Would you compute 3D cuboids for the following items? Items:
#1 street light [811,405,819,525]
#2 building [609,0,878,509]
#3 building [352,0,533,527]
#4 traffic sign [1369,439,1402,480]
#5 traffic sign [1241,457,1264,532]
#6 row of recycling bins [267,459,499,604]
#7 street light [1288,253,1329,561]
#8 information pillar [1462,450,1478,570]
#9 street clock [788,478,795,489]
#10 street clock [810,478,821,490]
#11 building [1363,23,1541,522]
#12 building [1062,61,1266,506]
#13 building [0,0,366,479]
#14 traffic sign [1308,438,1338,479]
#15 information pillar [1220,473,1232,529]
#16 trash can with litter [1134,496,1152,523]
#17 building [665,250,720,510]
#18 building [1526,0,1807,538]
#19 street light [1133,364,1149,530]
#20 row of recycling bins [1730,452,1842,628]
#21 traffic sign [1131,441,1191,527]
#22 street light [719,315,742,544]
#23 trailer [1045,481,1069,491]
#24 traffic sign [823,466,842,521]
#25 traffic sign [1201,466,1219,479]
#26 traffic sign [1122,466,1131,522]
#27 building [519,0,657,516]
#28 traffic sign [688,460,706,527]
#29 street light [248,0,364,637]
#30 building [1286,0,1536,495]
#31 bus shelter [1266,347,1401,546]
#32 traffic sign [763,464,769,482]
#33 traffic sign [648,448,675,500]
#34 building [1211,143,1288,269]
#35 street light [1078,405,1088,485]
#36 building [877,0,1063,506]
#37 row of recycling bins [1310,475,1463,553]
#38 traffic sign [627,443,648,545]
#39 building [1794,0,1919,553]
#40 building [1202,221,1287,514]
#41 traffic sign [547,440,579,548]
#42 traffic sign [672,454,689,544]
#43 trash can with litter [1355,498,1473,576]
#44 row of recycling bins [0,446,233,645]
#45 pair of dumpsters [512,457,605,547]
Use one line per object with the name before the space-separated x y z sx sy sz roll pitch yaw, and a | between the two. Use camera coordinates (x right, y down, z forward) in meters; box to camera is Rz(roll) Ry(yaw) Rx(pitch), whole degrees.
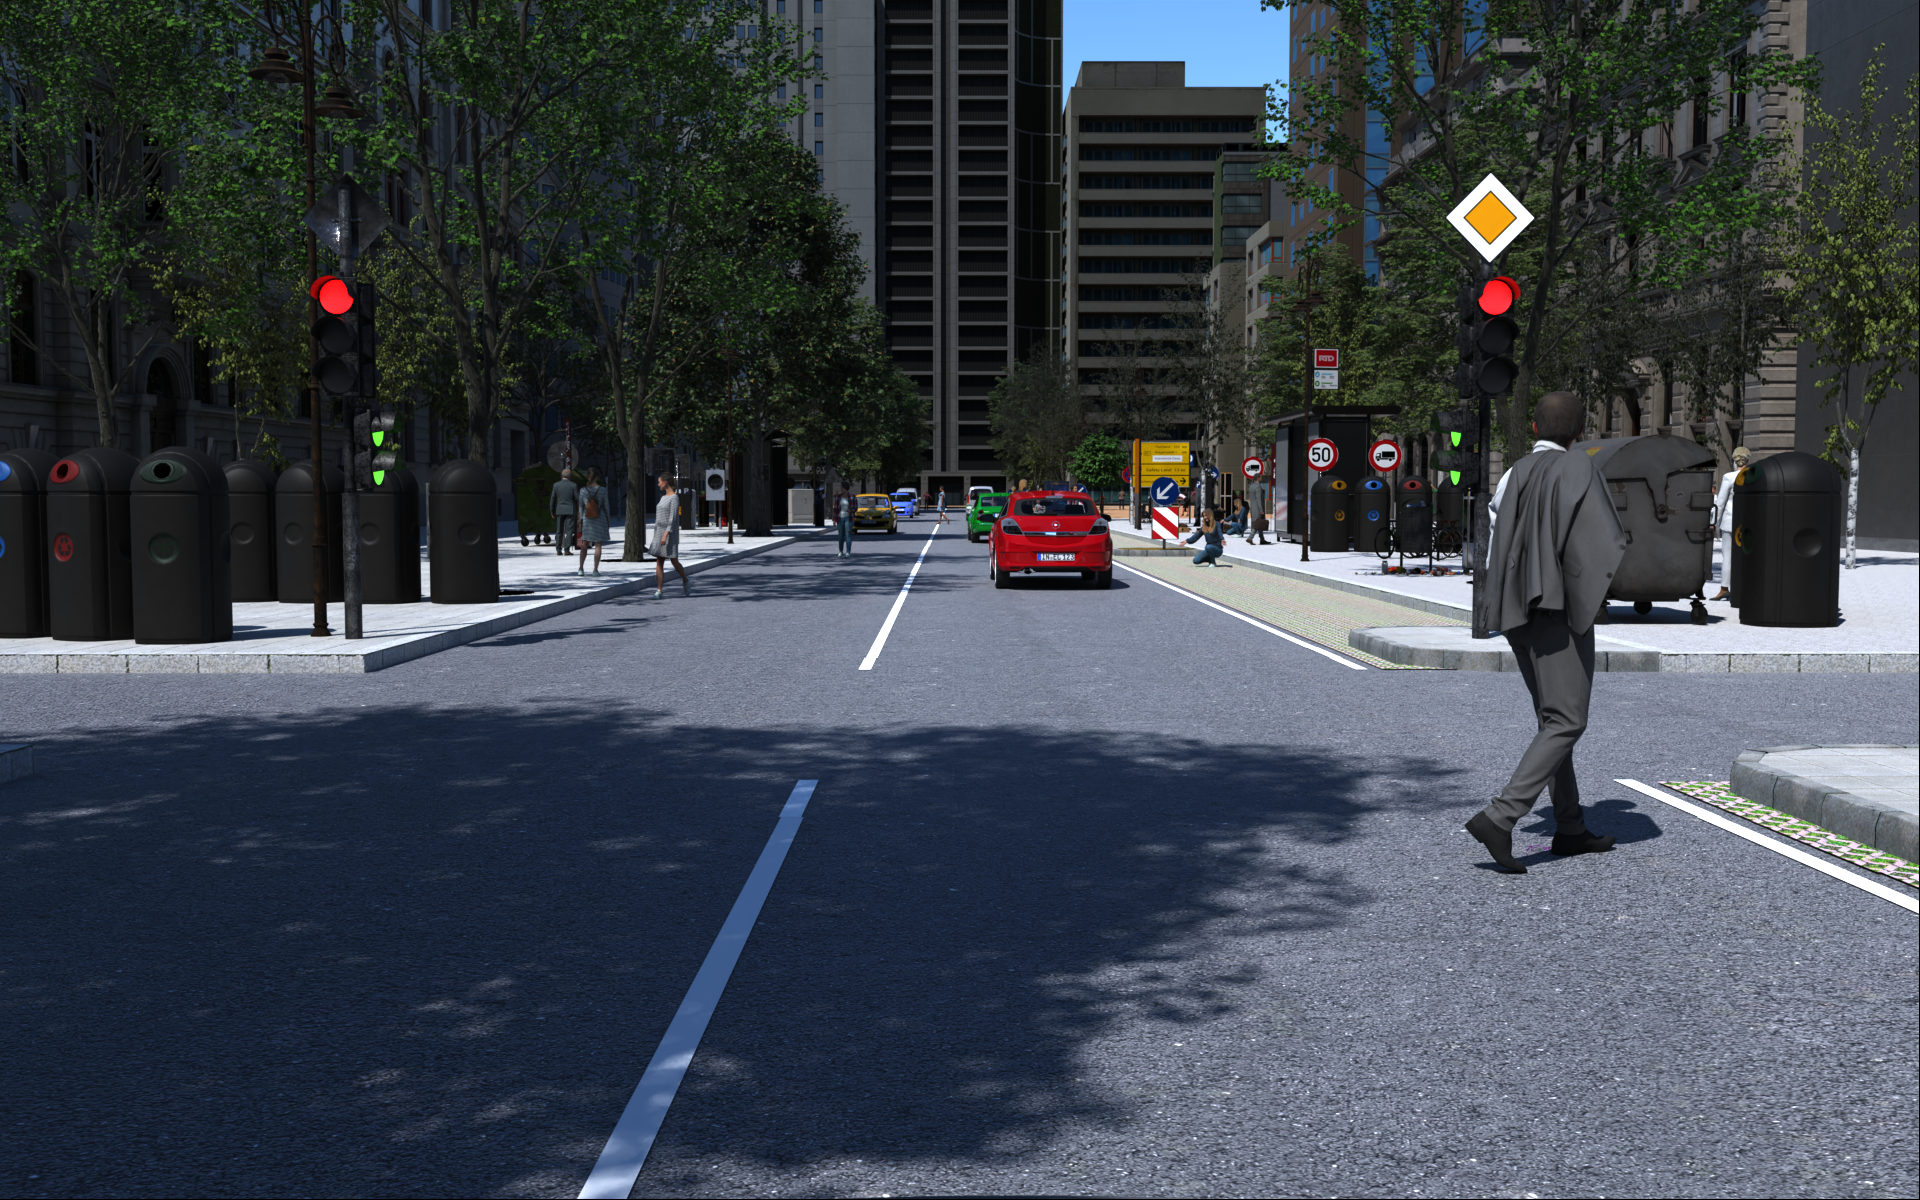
street light | -6.098 -6.102 72.552 0.468 5.910 1.993 0 4 0
building | -23.233 -40.036 196.595 28.212 58.520 21.231 0 4 0
building | -27.499 -17.560 74.489 14.401 28.519 23.554 0 4 0
traffic sign | 9.891 -2.462 40.354 0.768 2.556 0.104 0 4 5
traffic sign | 9.940 -3.593 58.844 0.768 2.556 0.104 1 4 9
row of recycling bins | -7.209 -0.825 20.610 3.534 1.692 1.069 0 4 7
street light | 6.579 -3.674 32.853 0.468 5.910 1.993 0 4 0
information pillar | 8.701 -1.518 29.304 0.304 2.012 0.304 0 3 0
street clock | -7.706 -4.513 78.350 0.471 2.002 0.358 -3 5 -42
street clock | -6.706 -4.634 80.332 0.471 2.002 0.358 2 4 35
building | 27.608 -14.473 78.440 13.314 21.916 24.055 0 4 0
building | 22.395 -35.133 198.128 21.600 48.544 21.300 0 4 0
building | -26.806 -13.850 45.526 14.460 24.649 34.723 0 4 0
traffic sign | 8.168 -2.395 39.260 0.768 2.556 0.104 0 4 6
information pillar | 9.137 -3.360 59.426 0.304 2.012 0.304 -1 4 -21
trash can with litter | 8.282 -4.024 76.842 1.678 1.210 2.233 1 4 23
building | -35.381 -17.962 138.723 28.899 21.520 27.650 0 4 0
building | 26.749 -13.918 56.431 11.050 23.489 19.941 0 4 0
street light | 6.440 -5.450 61.902 0.468 5.910 1.993 0 4 0
row of recycling bins | 8.666 -0.676 18.158 1.069 1.692 3.534 1 4 22
traffic sign | 7.777 -4.478 67.092 2.265 3.308 0.079 0 4 3
street light | -5.927 -4.391 44.577 0.468 5.910 1.993 0 4 0
trailer | 4.362 -4.370 78.491 1.471 1.999 3.904 0 4 0
traffic sign | -5.953 -4.952 80.969 0.884 2.594 0.081 0 4 3
traffic sign | 10.698 -4.533 74.214 0.768 2.556 0.104 0 4 4
traffic sign | 7.770 -4.826 79.004 0.768 2.556 0.104 0 4 5
building | -30.697 -34.337 103.413 21.231 58.520 28.212 0 4 0
traffic sign | -10.040 -4.066 66.488 0.884 2.594 0.081 0 4 8
street light | -5.773 -2.611 15.470 0.468 5.910 1.993 0 4 0
building | 27.431 -27.584 101.110 14.600 45.320 14.200 0 4 0
bus shelter | 9.355 -4.131 45.171 2.179 5.291 8.768 0 4 0
traffic sign | -6.789 -3.473 58.905 0.606 2.300 0.079 0 4 6
traffic sign | -6.647 -2.228 38.565 0.606 2.300 0.079 0 4 1
building | 27.949 -22.854 145.361 14.160 30.474 14.107 0 4 0
street light | 6.389 -7.158 89.816 0.468 5.910 1.993 0 4 0
building | 1.292 -46.385 196.651 20.611 71.187 20.563 0 4 0
row of recycling bins | 9.531 -1.904 38.237 3.534 1.692 1.069 1 4 11
traffic sign | -8.002 -2.685 43.900 0.884 2.594 0.081 0 4 4
building | 35.777 -13.251 35.721 30.058 24.678 14.314 0 4 0
building | 33.268 -17.074 124.191 27.650 21.520 28.899 0 4 0
traffic sign | -9.453 -2.514 41.212 0.768 2.556 0.104 0 4 3
traffic sign | -7.243 -2.589 44.456 0.606 2.300 0.079 0 4 7
trash can with litter | 7.547 -1.000 27.414 2.233 1.210 1.678 3 5 39
row of recycling bins | -8.077 -0.515 15.539 3.534 1.692 1.069 1 4 17
pair of dumpsters | -10.216 -2.551 44.206 1.574 2.255 4.437 0 4 0
